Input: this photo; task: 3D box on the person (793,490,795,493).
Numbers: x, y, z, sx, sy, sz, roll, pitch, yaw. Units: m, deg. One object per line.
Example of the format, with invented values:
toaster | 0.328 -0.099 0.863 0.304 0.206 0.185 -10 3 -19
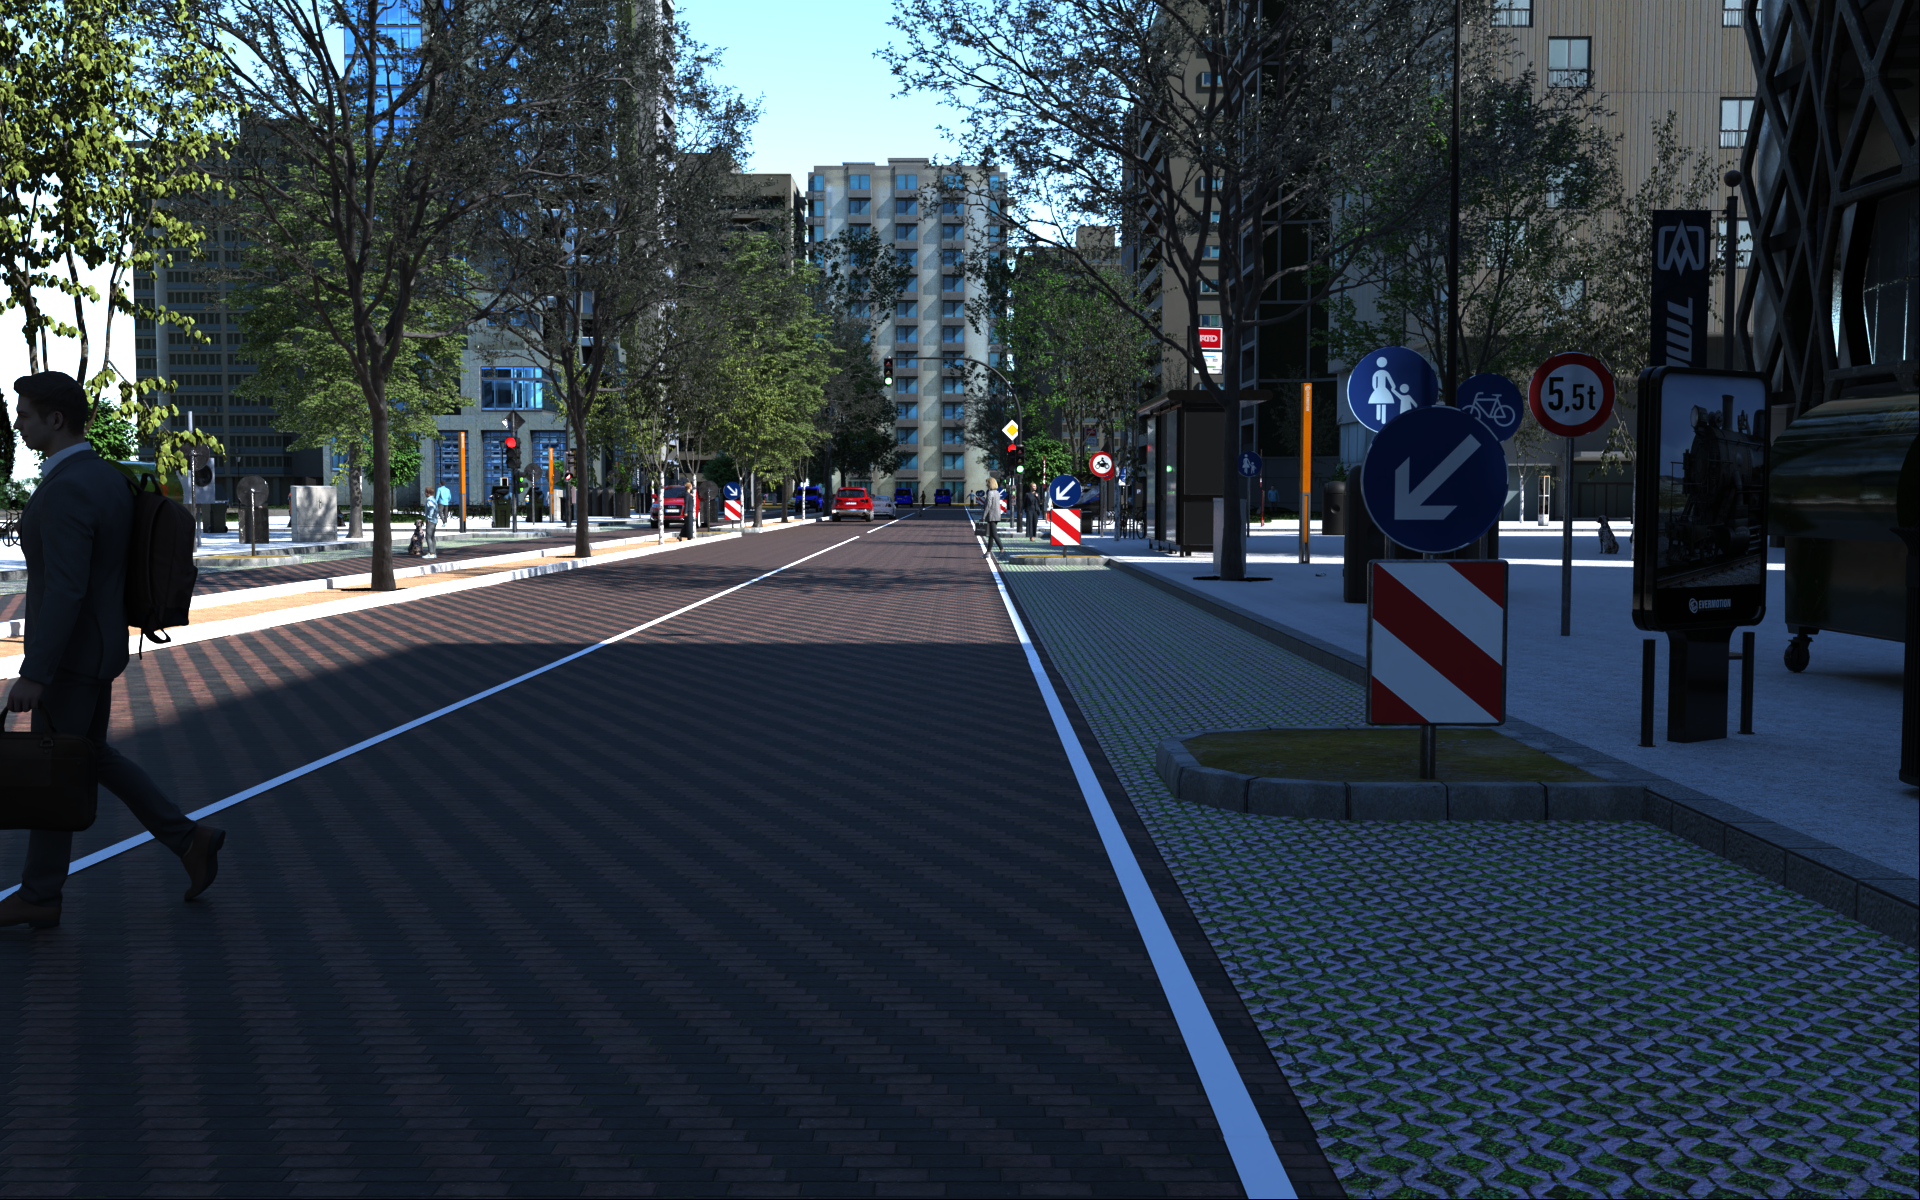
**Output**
person | -20.518 -12.786 215.106 0.705 1.822 1.348 2 4 26

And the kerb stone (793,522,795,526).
kerb stone | -7.458 -3.285 75.940 0.120 0.150 1.000 0 3 0

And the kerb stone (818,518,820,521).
kerb stone | -7.461 -4.102 89.264 0.120 0.150 1.000 0 3 0

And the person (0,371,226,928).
person | -2.903 0.165 5.768 0.822 1.834 0.622 -2 4 -25

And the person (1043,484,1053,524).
person | 3.840 -4.180 75.391 0.522 1.701 0.512 2 4 32

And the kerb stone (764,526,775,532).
kerb stone | -7.460 -2.785 67.729 0.120 0.150 1.000 0 3 0

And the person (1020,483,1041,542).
person | 2.135 -2.640 52.080 0.576 1.772 0.534 -2 4 -33

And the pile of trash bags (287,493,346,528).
pile of trash bags | -24.964 -3.472 66.520 1.912 1.369 3.447 0 4 -1

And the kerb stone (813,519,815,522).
kerb stone | -7.460 -3.911 86.195 0.120 0.150 1.000 0 3 0

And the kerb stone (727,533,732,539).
kerb stone | -7.448 -1.998 54.895 0.120 0.150 1.000 0 3 0

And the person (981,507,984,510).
person | 1.842 -5.846 109.579 1.012 1.151 0.738 0 4 -4

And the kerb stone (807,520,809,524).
kerb stone | -7.458 -3.726 83.113 0.120 0.150 1.000 0 3 0

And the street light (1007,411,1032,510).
street light | 3.410 -7.554 96.044 1.470 5.913 1.316 0 3 0

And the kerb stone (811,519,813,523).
kerb stone | -7.454 -3.852 85.168 0.120 0.150 1.000 0 3 0

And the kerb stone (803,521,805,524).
kerb stone | -7.462 -3.600 81.053 0.120 0.150 1.000 0 3 0

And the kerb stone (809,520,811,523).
kerb stone | -7.466 -3.786 84.136 0.120 0.150 1.000 0 3 0

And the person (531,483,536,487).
person | -20.369 -4.687 82.852 0.473 1.802 0.592 -2 4 -26

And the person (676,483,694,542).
person | -8.077 -2.587 51.212 0.534 1.772 0.576 -2 4 -32

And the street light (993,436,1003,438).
street light | 3.378 -10.194 139.207 1.470 5.913 1.316 0 3 0

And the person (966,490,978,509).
person | 1.140 -9.482 163.524 1.348 1.826 0.705 2 4 26

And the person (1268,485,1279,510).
person | 18.573 -5.901 102.548 0.660 1.820 0.620 0 4 7

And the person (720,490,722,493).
person | -21.687 -9.283 157.828 0.705 1.822 1.348 -2 4 -29

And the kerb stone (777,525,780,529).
kerb stone | -7.453 -2.910 69.777 0.120 0.150 1.000 0 3 0

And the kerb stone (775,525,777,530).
kerb stone | -7.461 -2.848 68.755 0.120 0.150 1.000 0 3 0

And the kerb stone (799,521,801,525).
kerb stone | -7.459 -3.471 79.009 0.120 0.150 1.000 0 3 0

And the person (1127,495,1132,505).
person | 13.424 -7.720 137.284 0.505 1.210 0.382 2 4 31

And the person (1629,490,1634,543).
person | 17.877 -2.397 45.354 0.853 1.813 0.709 -3 5 -44

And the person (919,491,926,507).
person | -4.093 -11.179 191.378 0.705 1.812 1.348 2 4 25

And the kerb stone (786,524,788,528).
kerb stone | -7.446 -3.099 72.856 0.120 0.150 1.000 0 3 0

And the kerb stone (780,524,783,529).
kerb stone | -7.455 -2.973 70.800 0.120 0.150 1.000 0 3 0

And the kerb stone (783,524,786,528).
kerb stone | -7.450 -3.035 71.825 0.120 0.150 1.000 0 3 0

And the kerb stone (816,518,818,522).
kerb stone | -7.459 -4.035 88.242 0.120 0.150 1.000 0 3 0

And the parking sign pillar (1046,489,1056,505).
parking sign pillar | 7.585 -9.273 140.093 1.447 3.967 1.447 -3 5 -44

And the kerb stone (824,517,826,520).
kerb stone | -7.452 -4.351 93.363 0.120 0.150 1.000 0 3 0

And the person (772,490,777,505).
person | -20.797 -11.481 194.427 0.621 1.740 0.551 2 4 25

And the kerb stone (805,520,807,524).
kerb stone | -7.452 -3.663 82.089 0.120 0.150 1.000 0 3 0

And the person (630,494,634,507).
person | -33.550 -10.496 178.177 1.217 1.766 0.721 -1 4 -20

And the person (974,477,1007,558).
person | 0.697 -1.815 38.350 0.728 1.800 0.709 2 4 29

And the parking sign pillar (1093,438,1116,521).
parking sign pillar | 7.089 -5.850 84.111 1.447 3.967 1.447 -2 4 -24

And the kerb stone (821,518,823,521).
kerb stone | -7.458 -4.227 91.310 0.120 0.150 1.000 0 3 0

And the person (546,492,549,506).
person | -27.341 -6.664 115.753 0.760 1.731 0.466 2 4 25

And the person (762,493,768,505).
person | -23.421 -12.173 208.307 0.697 1.427 0.421 -1 4 -14

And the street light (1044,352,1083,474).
street light | 3.439 -5.155 56.822 1.470 5.913 1.316 0 3 0

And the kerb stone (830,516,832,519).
kerb stone | -7.458 -4.604 97.475 0.120 0.150 1.000 0 3 0

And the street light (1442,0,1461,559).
street light | 3.423 -2.531 13.920 1.470 5.913 1.316 0 3 0

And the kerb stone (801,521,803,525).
kerb stone | -7.461 -3.537 80.031 0.120 0.150 1.000 0 3 0

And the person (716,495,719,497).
person | -21.522 -8.958 152.637 0.705 1.807 1.348 1 4 10

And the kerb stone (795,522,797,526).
kerb stone | -7.465 -3.350 76.962 0.120 0.150 1.000 0 3 0

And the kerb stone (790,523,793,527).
kerb stone | -7.450 -3.224 74.917 0.120 0.150 1.000 0 3 0

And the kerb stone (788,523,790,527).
kerb stone | -7.458 -3.161 73.885 0.120 0.150 1.000 0 3 0

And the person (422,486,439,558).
person | -11.866 -1.744 38.822 0.330 1.601 0.589 0 4 5

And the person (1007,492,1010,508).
person | 4.190 -9.091 154.556 0.709 1.838 0.599 0 4 8

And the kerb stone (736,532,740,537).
kerb stone | -7.453 -2.126 56.948 0.120 0.150 1.000 0 3 0

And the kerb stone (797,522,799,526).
kerb stone | -7.453 -3.412 77.986 0.120 0.150 1.000 0 3 0

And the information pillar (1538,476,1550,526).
information pillar | 23.453 -3.981 69.576 0.304 2.012 0.304 -2 4 -28

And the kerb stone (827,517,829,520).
kerb stone | -7.465 -4.477 95.422 0.120 0.150 1.000 0 3 0

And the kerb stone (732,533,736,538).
kerb stone | -7.451 -2.063 55.921 0.120 0.150 1.000 0 3 0

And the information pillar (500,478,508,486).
information pillar | -20.283 -4.440 77.092 0.304 2.012 0.304 -2 4 -25

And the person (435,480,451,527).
person | -20.261 -3.785 67.939 0.620 1.820 0.660 2 4 35
